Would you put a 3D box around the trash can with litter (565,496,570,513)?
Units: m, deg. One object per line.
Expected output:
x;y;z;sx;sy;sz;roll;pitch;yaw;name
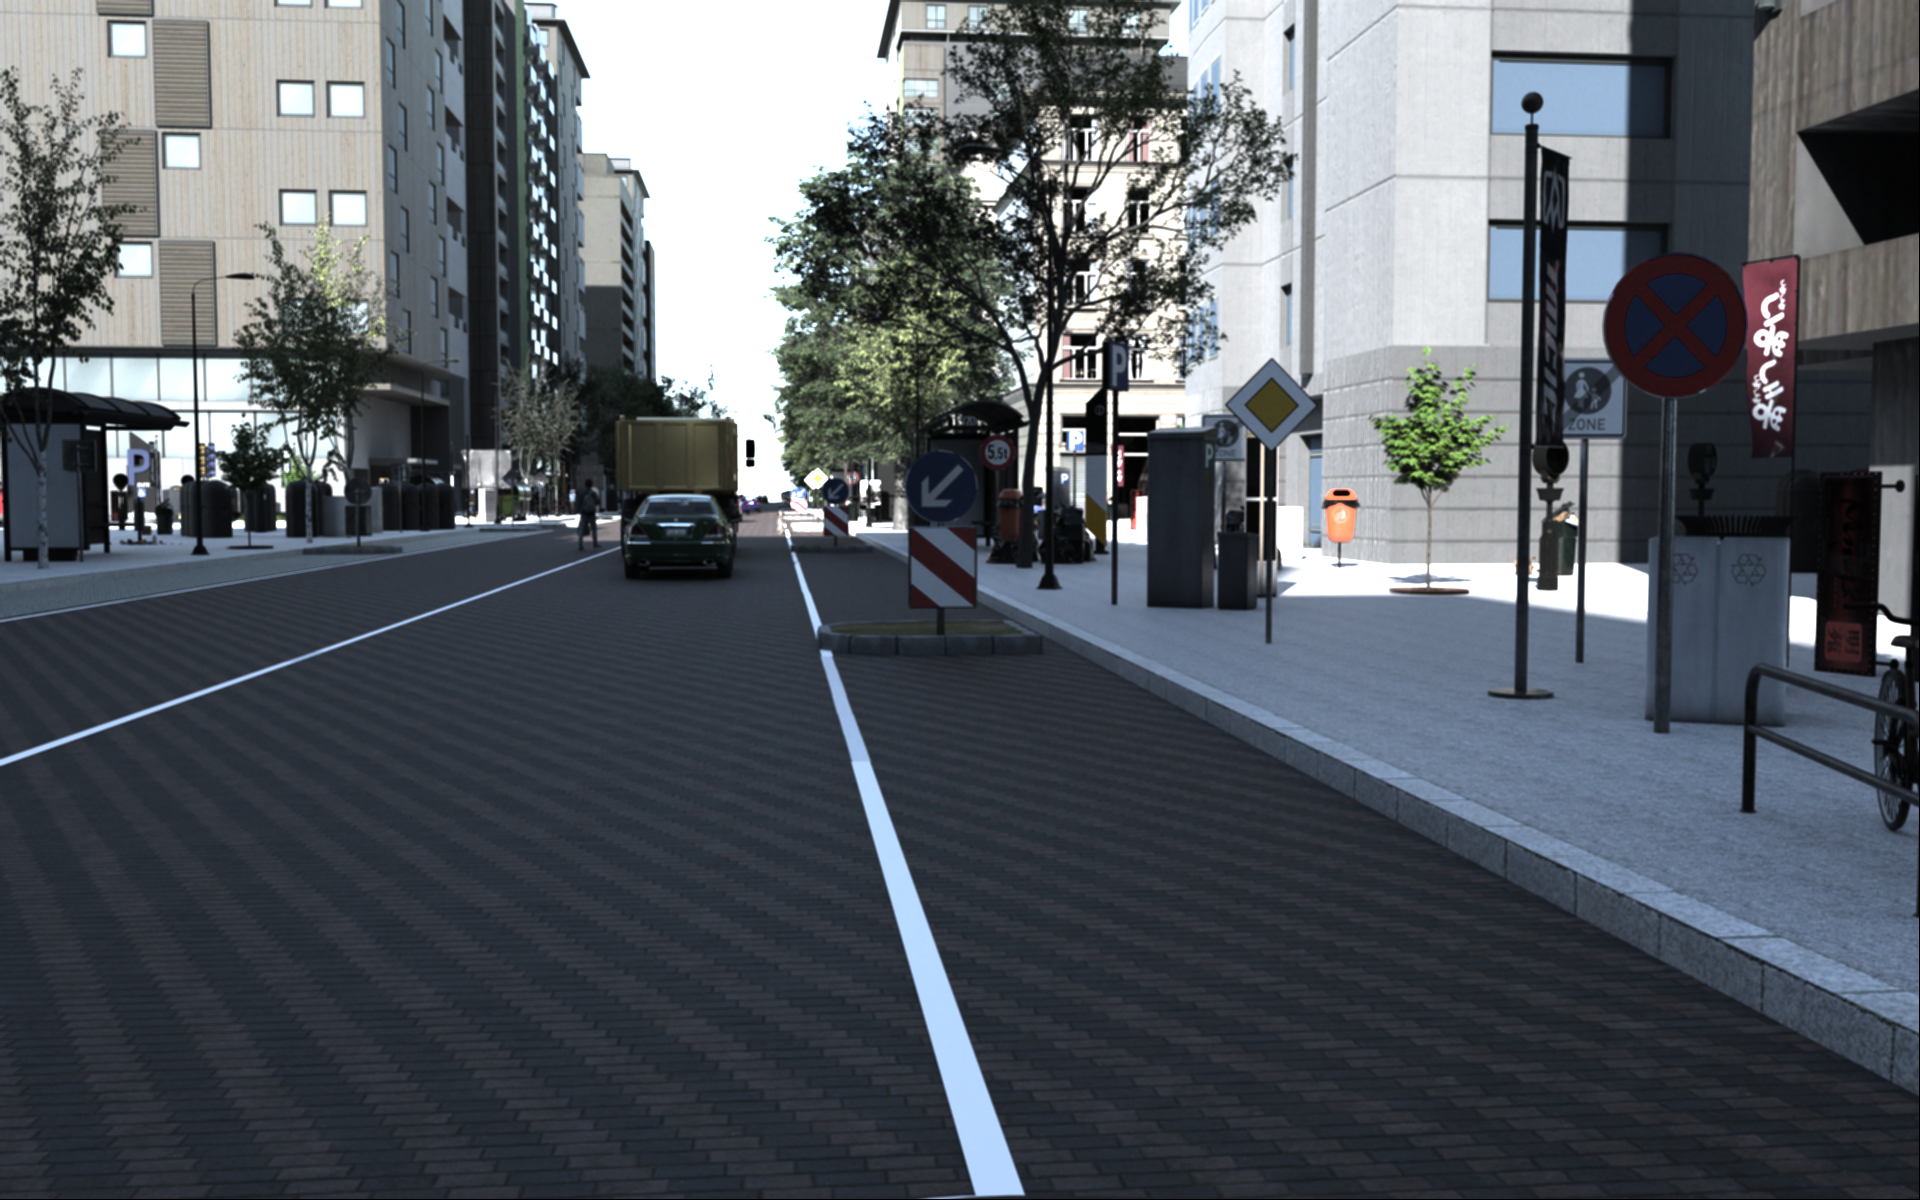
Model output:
-25.989;-6.432;116.547;0.624;1.170;1.055;3;4;36;trash can with litter

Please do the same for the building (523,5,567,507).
-50.078;-33.162;161.803;23.786;49.044;30.456;0;4;-6;building

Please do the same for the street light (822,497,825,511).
-5.695;-6.736;82.679;1.470;5.913;1.316;0;4;-6;street light

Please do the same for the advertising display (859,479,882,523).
-3.910;-4.321;75.858;0.974;1.923;0.123;1;4;8;advertising display

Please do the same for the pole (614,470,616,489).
-29.032;-9.285;145.653;0.158;3.312;0.155;0;3;0;pole

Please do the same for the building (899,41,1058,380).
1.270;-29.193;160.899;14.154;41.232;14.086;0;4;-6;building

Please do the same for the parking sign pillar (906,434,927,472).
-1.583;-4.801;66.965;1.447;3.967;1.447;1;4;15;parking sign pillar

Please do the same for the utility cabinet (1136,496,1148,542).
4.894;-2.160;46.470;0.306;1.237;1.020;1;4;9;utility cabinet

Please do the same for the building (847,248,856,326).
-7.903;-41.352;295.709;23.786;49.044;30.456;0;4;-6;building

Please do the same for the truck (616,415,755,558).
-6.765;-2.850;42.529;3.469;3.379;9.791;0;4;-7;truck

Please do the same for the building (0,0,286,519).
-43.801;-31.130;98.215;28.713;52.752;27.495;0;4;-6;building

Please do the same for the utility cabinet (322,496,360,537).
-18.547;-2.486;51.810;1.020;1.237;0.306;1;4;20;utility cabinet

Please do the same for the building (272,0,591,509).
-56.112;-36.786;190.682;28.713;52.752;27.495;0;4;-6;building

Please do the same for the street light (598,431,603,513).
-24.274;-8.980;119.359;1.470;5.913;1.316;0;4;-6;street light

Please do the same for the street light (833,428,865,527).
-4.115;-5.828;67.836;1.470;5.913;1.316;0;4;-6;street light

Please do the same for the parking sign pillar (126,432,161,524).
-35.275;-5.283;74.845;1.447;3.967;1.447;0;4;6;parking sign pillar

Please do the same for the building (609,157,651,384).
-63.774;-41.803;272.720;28.713;52.752;27.495;0;4;-6;building

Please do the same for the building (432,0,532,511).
-41.020;-27.419;131.895;14.154;41.232;14.086;0;4;-6;building

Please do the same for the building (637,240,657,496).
-59.016;-39.405;294.382;14.600;45.320;14.200;0;4;-6;building

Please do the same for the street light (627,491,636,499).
-26.688;-10.344;141.662;1.470;5.913;1.316;0;4;-6;street light

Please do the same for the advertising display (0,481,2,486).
-46.487;-4.788;83.494;0.123;1.923;0.974;0;4;0;advertising display

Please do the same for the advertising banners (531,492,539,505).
-31.513;-7.887;125.135;2.074;3.025;0.090;-1;4;-11;advertising banners

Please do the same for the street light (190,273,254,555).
-15.545;-3.914;36.527;1.470;5.913;1.316;0;4;-6;street light

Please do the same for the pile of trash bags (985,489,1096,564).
1.354;-1.364;32.058;1.912;1.369;3.447;1;4;17;pile of trash bags

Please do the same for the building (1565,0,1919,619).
15.270;-14.894;15.225;14.160;30.474;14.107;0;4;-6;building

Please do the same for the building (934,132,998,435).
5.492;-20.385;120.682;14.401;28.519;23.554;0;4;-6;building

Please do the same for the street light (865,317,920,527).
-1.656;-4.465;45.538;1.470;5.913;1.316;0;4;-6;street light

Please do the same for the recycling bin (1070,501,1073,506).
3.884;-3.280;66.176;0.722;1.027;0.722;1;4;18;recycling bin

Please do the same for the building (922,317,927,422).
2.072;-16.971;142.107;10.561;19.102;19.286;0;4;-6;building

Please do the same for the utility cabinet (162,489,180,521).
-36.355;-4.358;79.931;0.318;1.500;1.173;0;4;5;utility cabinet

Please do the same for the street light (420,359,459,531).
-17.886;-5.319;59.502;1.470;5.913;1.316;0;4;-6;street light

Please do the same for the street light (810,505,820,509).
-8.239;-8.132;105.493;1.470;5.913;1.316;0;4;-6;street light

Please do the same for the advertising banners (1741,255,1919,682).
6.327;-0.982;12.251;0.090;3.025;2.074;-1;4;-23;advertising banners

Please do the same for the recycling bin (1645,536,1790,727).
4.357;0.159;9.958;0.722;1.027;0.722;2;4;25;recycling bin

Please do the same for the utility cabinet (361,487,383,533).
-19.575;-2.950;56.915;1.173;1.500;0.318;1;4;16;utility cabinet

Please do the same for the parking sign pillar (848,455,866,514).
-6.672;-7.475;110.687;1.447;3.967;1.447;3;5;44;parking sign pillar

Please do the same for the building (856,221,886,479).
-8.465;-35.139;258.120;14.154;41.232;14.086;0;4;-6;building

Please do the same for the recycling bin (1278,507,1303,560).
6.298;-1.303;33.855;0.722;1.027;0.722;0;4;4;recycling bin

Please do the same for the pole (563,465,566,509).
-27.535;-7.750;120.560;0.158;3.312;0.155;0;3;0;pole

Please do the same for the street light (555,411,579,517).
-22.027;-7.615;97.038;1.470;5.913;1.316;0;4;-6;street light

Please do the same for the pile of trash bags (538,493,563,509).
-31.353;-7.398;130.717;3.447;1.369;1.912;0;4;2;pile of trash bags

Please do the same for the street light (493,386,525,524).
-19.439;-6.251;74.745;1.470;5.913;1.316;0;4;-6;street light

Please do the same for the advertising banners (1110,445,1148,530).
6.354;-4.009;61.735;2.074;3.025;0.090;1;4;15;advertising banners

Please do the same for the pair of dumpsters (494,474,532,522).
-21.443;-4.886;82.384;1.574;2.255;4.437;0;4;-6;pair of dumpsters

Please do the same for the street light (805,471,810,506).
-10.584;-9.496;127.803;1.470;5.913;1.316;0;4;-6;street light

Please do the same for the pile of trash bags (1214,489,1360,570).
5.164;-1.241;30.042;3.447;1.369;1.912;1;4;10;pile of trash bags

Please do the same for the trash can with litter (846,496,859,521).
-5.040;-4.270;81.199;0.624;1.170;1.055;0;4;-3;trash can with litter

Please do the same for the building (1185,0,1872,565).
16.763;-30.749;44.753;21.231;58.520;28.212;0;4;-6;building

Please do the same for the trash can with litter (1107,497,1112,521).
7.140;-4.418;83.626;0.624;1.170;1.055;-2;4;-34;trash can with litter

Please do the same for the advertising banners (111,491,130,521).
-40.438;-5.303;82.889;0.090;3.025;2.074;1;4;16;advertising banners

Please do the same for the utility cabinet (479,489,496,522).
-21.112;-4.210;77.510;0.318;1.500;1.173;1;4;11;utility cabinet

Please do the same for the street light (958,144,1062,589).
0.669;-3.100;23.225;1.470;5.913;1.316;0;4;-6;street light

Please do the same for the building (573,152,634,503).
-58.315;-38.182;247.984;21.300;48.544;21.600;0;4;-6;building

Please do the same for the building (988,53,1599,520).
17.026;-15.895;93.161;30.059;22.955;16.112;0;4;-6;building

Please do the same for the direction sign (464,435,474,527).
-18.908;-4.561;66.575;0.379;3.537;0.876;-1;4;-13;direction sign

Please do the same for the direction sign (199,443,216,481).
-33.394;-5.192;76.879;0.876;3.537;0.379;1;4;20;direction sign

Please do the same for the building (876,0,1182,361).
6.410;-36.252;181.966;28.713;52.752;27.495;0;4;-6;building

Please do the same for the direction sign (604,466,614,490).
-28.147;-8.979;138.807;0.876;3.537;0.379;-1;4;-14;direction sign

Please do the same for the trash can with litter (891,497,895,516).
-2.460;-3.917;75.429;1.055;1.170;0.624;1;4;12;trash can with litter
